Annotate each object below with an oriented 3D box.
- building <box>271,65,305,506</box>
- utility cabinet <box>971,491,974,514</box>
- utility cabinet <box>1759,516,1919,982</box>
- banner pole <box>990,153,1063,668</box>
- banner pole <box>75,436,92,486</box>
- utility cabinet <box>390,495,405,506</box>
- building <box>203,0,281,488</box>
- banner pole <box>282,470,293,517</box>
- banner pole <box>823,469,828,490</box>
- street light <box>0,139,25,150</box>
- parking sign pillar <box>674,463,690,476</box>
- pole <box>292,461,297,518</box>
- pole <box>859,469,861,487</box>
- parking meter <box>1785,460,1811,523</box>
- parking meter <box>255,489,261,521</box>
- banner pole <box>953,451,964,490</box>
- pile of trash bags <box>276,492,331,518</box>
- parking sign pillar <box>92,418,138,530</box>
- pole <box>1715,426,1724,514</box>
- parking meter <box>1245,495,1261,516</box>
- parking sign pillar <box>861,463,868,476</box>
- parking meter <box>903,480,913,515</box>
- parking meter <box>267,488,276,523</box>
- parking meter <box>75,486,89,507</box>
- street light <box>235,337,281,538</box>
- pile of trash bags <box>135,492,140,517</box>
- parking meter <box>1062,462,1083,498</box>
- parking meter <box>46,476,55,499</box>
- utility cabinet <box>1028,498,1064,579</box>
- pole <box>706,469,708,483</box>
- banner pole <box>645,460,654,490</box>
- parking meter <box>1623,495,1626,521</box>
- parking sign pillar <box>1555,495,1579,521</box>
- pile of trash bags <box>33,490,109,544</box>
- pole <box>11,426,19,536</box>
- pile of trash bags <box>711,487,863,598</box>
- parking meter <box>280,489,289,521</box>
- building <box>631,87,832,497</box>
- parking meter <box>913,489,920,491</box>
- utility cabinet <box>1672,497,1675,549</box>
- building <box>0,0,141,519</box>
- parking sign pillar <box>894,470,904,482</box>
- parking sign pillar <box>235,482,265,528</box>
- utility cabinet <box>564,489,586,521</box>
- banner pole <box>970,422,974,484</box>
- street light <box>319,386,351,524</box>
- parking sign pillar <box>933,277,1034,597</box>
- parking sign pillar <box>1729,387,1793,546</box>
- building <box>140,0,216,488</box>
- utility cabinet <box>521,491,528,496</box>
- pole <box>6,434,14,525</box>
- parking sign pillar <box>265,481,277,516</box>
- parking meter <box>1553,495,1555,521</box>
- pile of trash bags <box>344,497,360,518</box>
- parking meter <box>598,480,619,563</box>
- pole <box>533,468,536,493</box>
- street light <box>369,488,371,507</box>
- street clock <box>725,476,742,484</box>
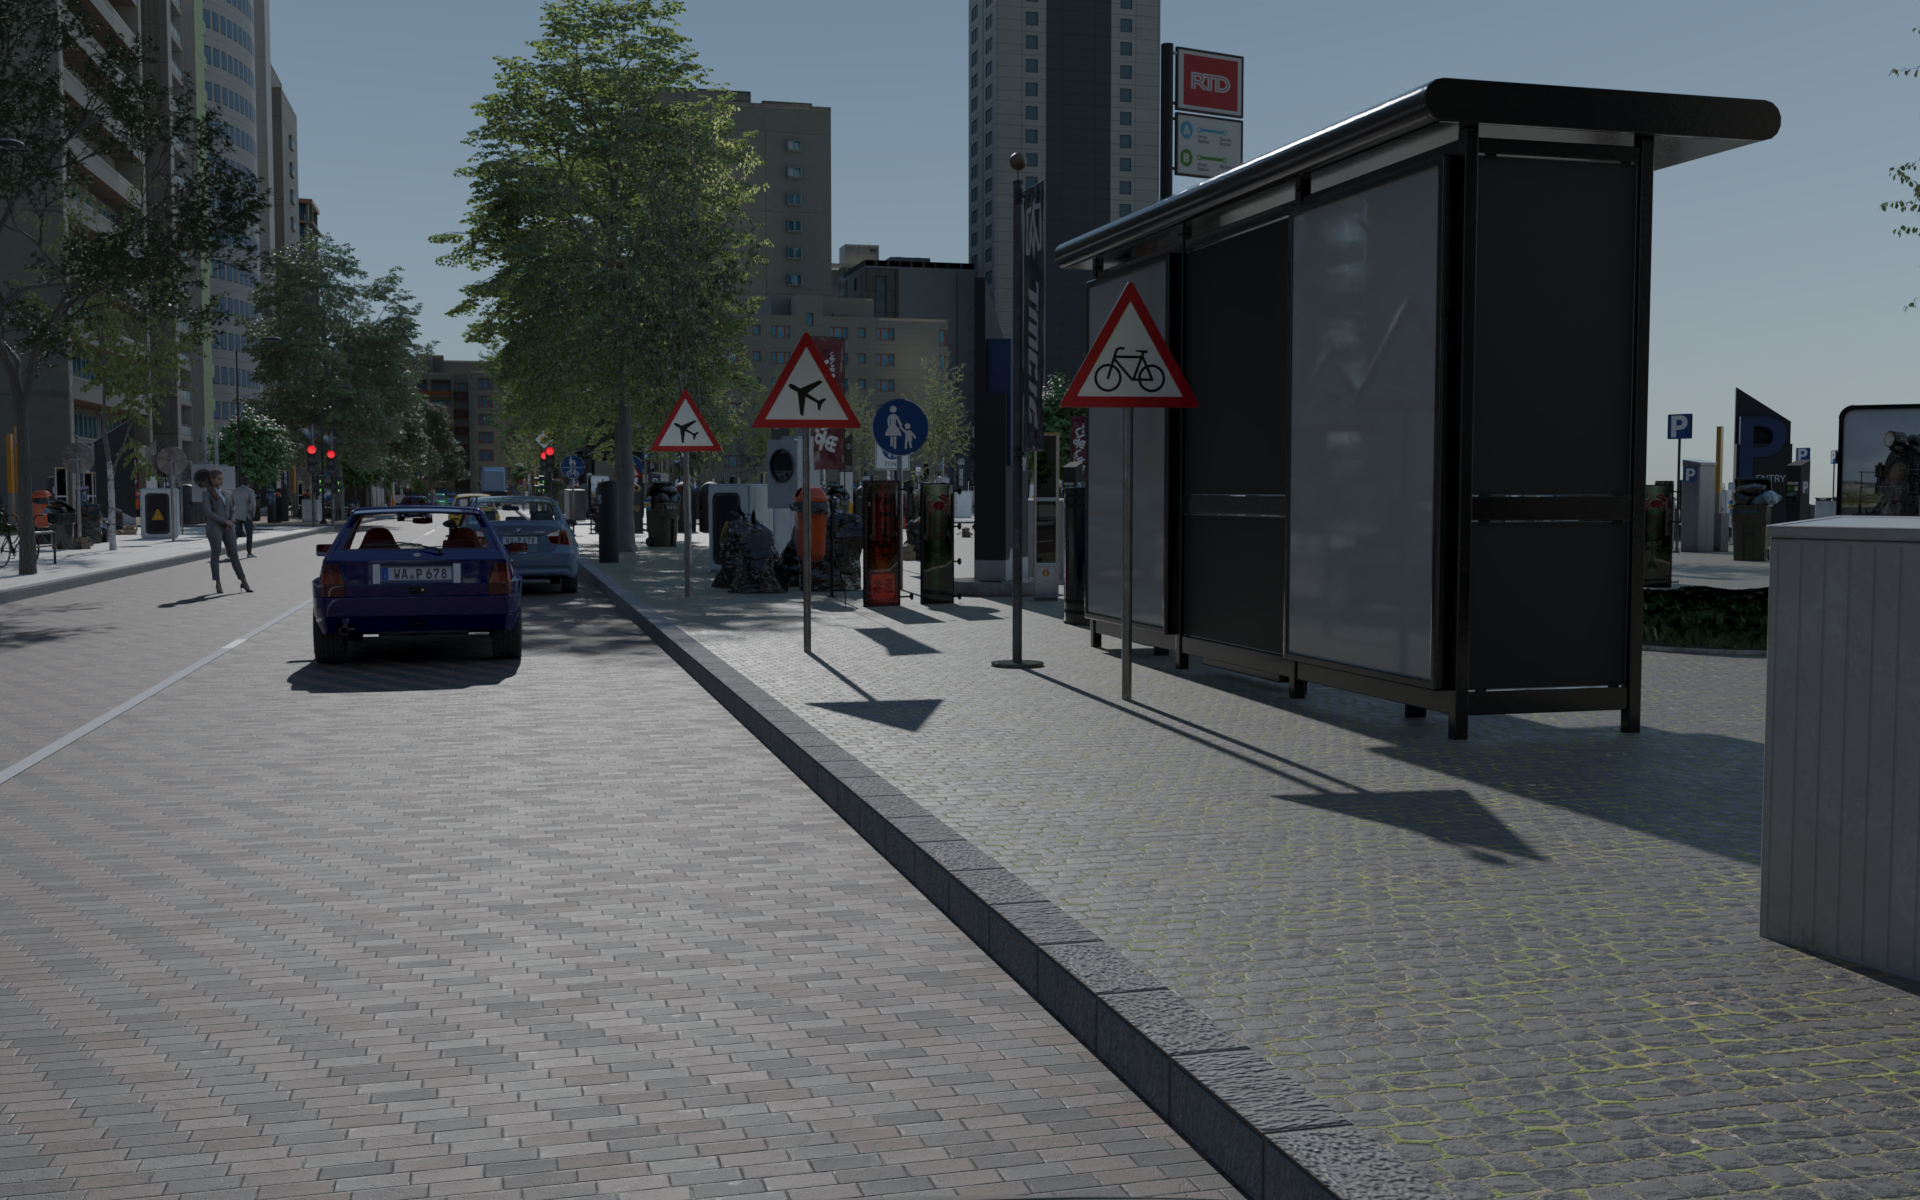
[{"bbox_3d":[-84.349,-34.588,189.221,21.600,48.544,21.300,-1,4,-15],"label":"building"},{"bbox_3d":[0.363,-6.298,111.650,1.173,1.500,0.318,0,4,0],"label":"utility cabinet"},{"bbox_3d":[2.636,0.402,4.587,0.306,1.237,1.020,-2,4,-23],"label":"utility cabinet"},{"bbox_3d":[0.485,-1.381,12.591,0.401,3.779,0.863,-1,4,-15],"label":"banner pole"},{"bbox_3d":[-37.651,-5.160,74.382,0.863,3.779,0.401,-3,5,-44],"label":"banner pole"},{"bbox_3d":[-41.686,-7.173,128.432,1.020,1.237,0.306,-1,4,-19],"label":"utility cabinet"},{"bbox_3d":[-73.953,-37.436,154.078,21.231,58.520,28.212,-1,4,-15],"label":"building"},{"bbox_3d":[-37.508,-6.522,96.650,0.401,3.779,0.863,2,4,24],"label":"banner pole"},{"bbox_3d":[-6.975,-6.108,89.884,0.401,3.779,0.863,1,4,18],"label":"banner pole"},{"bbox_3d":[-12.931,-3.067,22.683,1.470,5.913,1.316,-1,4,-15],"label":"street light"},{"bbox_3d":[-15.651,-6.661,97.373,1.447,3.967,1.447,-2,4,-35],"label":"parking sign pillar"},{"bbox_3d":[-36.299,-6.151,94.414,0.158,3.312,0.155,0,3,0],"label":"pole"},{"bbox_3d":[-8.224,-9.068,142.099,0.158,3.312,0.155,0,3,0],"label":"pole"},{"bbox_3d":[14.245,-1.454,29.482,0.399,1.863,0.255,-3,4,-37],"label":"parking meter"},{"bbox_3d":[-33.586,-4.540,82.634,0.372,1.533,0.369,0,3,0],"label":"parking meter"},{"bbox_3d":[-0.089,-6.813,101.410,0.863,3.779,0.401,0,4,-3],"label":"banner pole"},{"bbox_3d":[-34.578,-4.991,91.359,3.447,1.369,1.912,-1,4,-13],"label":"pile of trash bags"},{"bbox_3d":[-29.660,-4.417,60.688,1.447,3.967,1.447,-3,5,-43],"label":"parking sign pillar"},{"bbox_3d":[22.825,-3.563,52.100,0.158,3.312,0.155,0,3,0],"label":"pole"},{"bbox_3d":[6.660,-2.056,39.330,0.255,1.863,0.399,-1,4,-16],"label":"parking meter"},{"bbox_3d":[-8.174,-9.907,150.448,1.447,3.967,1.447,1,4,14],"label":"parking sign pillar"},{"bbox_3d":[-2.158,-4.065,72.169,0.255,1.863,0.399,-3,5,-43],"label":"parking meter"},{"bbox_3d":[-30.452,-4.171,76.599,0.372,1.533,0.369,0,3,0],"label":"parking meter"},{"bbox_3d":[-27.034,-2.749,53.363,0.372,1.533,0.369,0,3,0],"label":"parking meter"},{"bbox_3d":[-20.745,-4.811,51.195,1.470,5.913,1.316,-1,4,-15],"label":"street light"},{"bbox_3d":[-45.466,-5.292,96.278,1.912,1.369,3.447,-1,4,-13],"label":"pile of trash bags"},{"bbox_3d":[2.030,-1.563,31.266,0.255,1.863,0.399,2,4,28],"label":"parking meter"},{"bbox_3d":[-26.999,-2.810,51.649,0.399,1.863,0.255,-3,5,-40],"label":"parking meter"},{"bbox_3d":[1.255,-0.932,26.405,1.020,1.237,0.306,3,5,43],"label":"utility cabinet"},{"bbox_3d":[-20.809,-9.091,142.485,0.158,3.312,0.155,0,3,0],"label":"pole"},{"bbox_3d":[-20.859,-7.721,116.258,0.863,3.779,0.401,1,4,20],"label":"banner pole"},{"bbox_3d":[15.891,-2.006,41.211,0.372,1.533,0.369,0,3,0],"label":"parking meter"},{"bbox_3d":[21.576,-4.429,60.893,1.447,3.967,1.447,-2,4,-25],"label":"parking sign pillar"},{"bbox_3d":[-23.136,-2.128,44.541,1.912,1.369,3.447,-1,4,-12],"label":"pile of trash bags"},{"bbox_3d":[-28.052,-3.537,51.674,0.158,3.312,0.155,0,3,0],"label":"pole"},{"bbox_3d":[-2.174,-0.797,22.780,1.912,1.369,3.447,-1,4,-15],"label":"pile of trash bags"},{"bbox_3d":[-31.726,-4.460,81.329,0.372,1.533,0.369,0,3,0],"label":"parking meter"},{"bbox_3d":[-27.315,-35.541,204.789,21.300,48.544,21.600,-1,4,-15],"label":"building"},{"bbox_3d":[-2.102,-4.616,83.874,0.372,1.533,0.369,0,3,0],"label":"parking meter"},{"bbox_3d":[16.678,-1.839,41.237,0.306,1.237,1.020,0,4,3],"label":"utility cabinet"},{"bbox_3d":[-56.387,-28.559,90.634,21.300,48.544,21.600,-1,4,-15],"label":"building"},{"bbox_3d":[-3.501,-6.671,97.539,1.447,3.967,1.447,1,4,13],"label":"parking sign pillar"},{"bbox_3d":[-27.421,-4.706,65.418,1.447,3.967,1.447,0,4,2],"label":"parking sign pillar"},{"bbox_3d":[-17.948,-4.411,80.792,0.318,1.500,1.173,2,4,27],"label":"utility cabinet"},{"bbox_3d":[0.729,-2.940,38.083,0.401,3.779,0.863,3,5,44],"label":"banner pole"},{"bbox_3d":[-26.838,-6.232,74.439,1.470,5.913,1.316,-1,4,-15],"label":"street light"},{"bbox_3d":[0.540,-2.063,22.207,1.447,3.967,1.447,1,4,15],"label":"parking sign pillar"},{"bbox_3d":[20.125,-3.362,43.433,1.447,3.967,1.447,1,4,15],"label":"parking sign pillar"},{"bbox_3d":[-61.119,-26.772,121.319,14.154,41.232,14.086,-1,4,-15],"label":"building"},{"bbox_3d":[-36.128,-8.283,144.111,0.318,1.500,1.173,0,4,8],"label":"utility cabinet"},{"bbox_3d":[-32.215,-3.973,58.795,0.158,3.312,0.155,0,3,0],"label":"pole"},{"bbox_3d":[-41.086,-6.961,102.286,1.447,3.967,1.447,-3,4,-38],"label":"parking sign pillar"},{"bbox_3d":[24.073,-3.912,69.679,0.255,1.863,0.399,-2,4,-27],"label":"parking meter"},{"bbox_3d":[-34.353,-5.188,94.583,3.447,1.369,1.912,1,4,11],"label":"pile of trash bags"},{"bbox_3d":[-6.576,-1.468,32.408,0.372,1.533,0.369,0,3,0],"label":"parking meter"},{"bbox_3d":[-33.130,-8.633,135.000,0.158,3.312,0.155,0,3,0],"label":"pole"},{"bbox_3d":[-34.711,-8.006,103.446,1.470,5.913,1.316,-1,4,-15],"label":"street light"},{"bbox_3d":[-8.850,-3.898,68.297,0.358,2.002,0.471,3,4,36],"label":"street clock"}]
